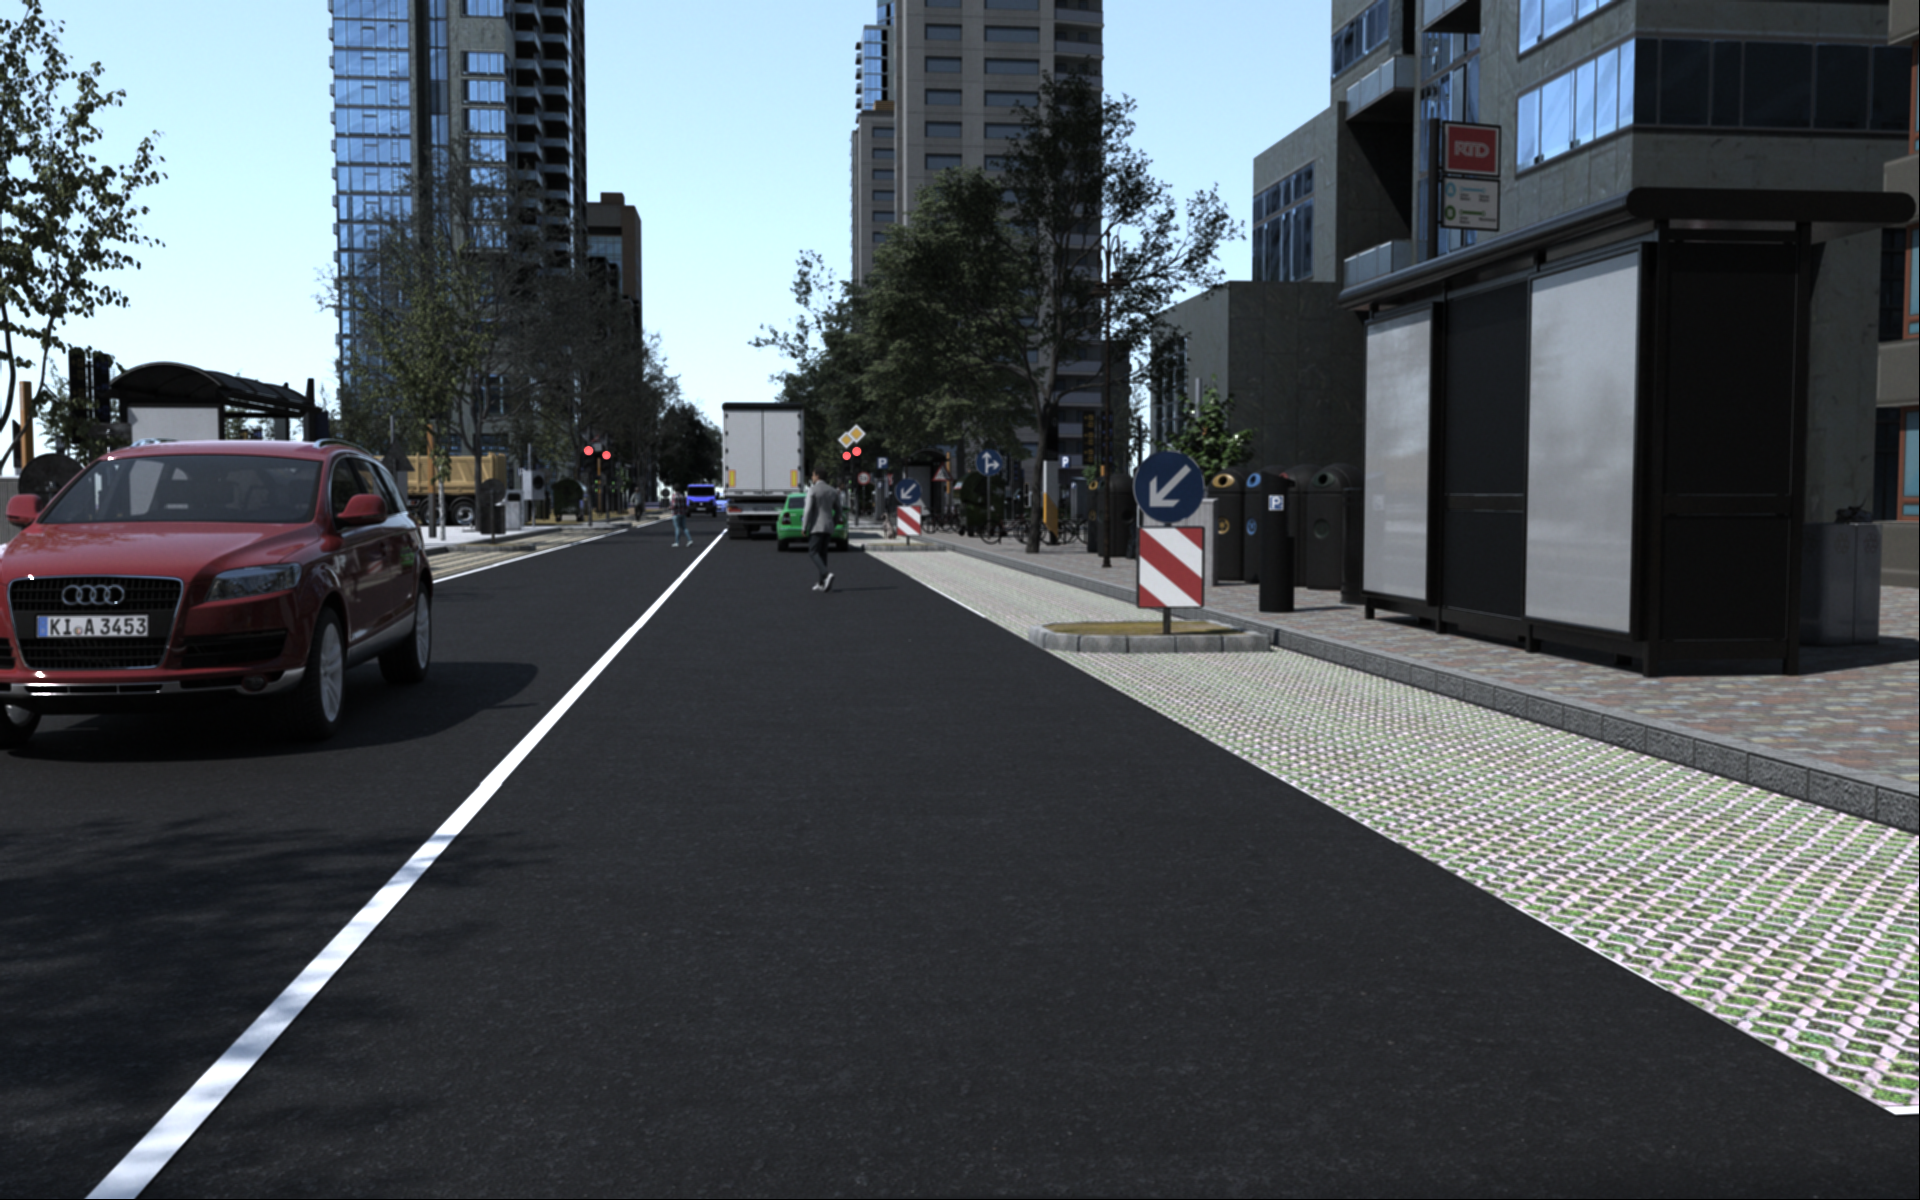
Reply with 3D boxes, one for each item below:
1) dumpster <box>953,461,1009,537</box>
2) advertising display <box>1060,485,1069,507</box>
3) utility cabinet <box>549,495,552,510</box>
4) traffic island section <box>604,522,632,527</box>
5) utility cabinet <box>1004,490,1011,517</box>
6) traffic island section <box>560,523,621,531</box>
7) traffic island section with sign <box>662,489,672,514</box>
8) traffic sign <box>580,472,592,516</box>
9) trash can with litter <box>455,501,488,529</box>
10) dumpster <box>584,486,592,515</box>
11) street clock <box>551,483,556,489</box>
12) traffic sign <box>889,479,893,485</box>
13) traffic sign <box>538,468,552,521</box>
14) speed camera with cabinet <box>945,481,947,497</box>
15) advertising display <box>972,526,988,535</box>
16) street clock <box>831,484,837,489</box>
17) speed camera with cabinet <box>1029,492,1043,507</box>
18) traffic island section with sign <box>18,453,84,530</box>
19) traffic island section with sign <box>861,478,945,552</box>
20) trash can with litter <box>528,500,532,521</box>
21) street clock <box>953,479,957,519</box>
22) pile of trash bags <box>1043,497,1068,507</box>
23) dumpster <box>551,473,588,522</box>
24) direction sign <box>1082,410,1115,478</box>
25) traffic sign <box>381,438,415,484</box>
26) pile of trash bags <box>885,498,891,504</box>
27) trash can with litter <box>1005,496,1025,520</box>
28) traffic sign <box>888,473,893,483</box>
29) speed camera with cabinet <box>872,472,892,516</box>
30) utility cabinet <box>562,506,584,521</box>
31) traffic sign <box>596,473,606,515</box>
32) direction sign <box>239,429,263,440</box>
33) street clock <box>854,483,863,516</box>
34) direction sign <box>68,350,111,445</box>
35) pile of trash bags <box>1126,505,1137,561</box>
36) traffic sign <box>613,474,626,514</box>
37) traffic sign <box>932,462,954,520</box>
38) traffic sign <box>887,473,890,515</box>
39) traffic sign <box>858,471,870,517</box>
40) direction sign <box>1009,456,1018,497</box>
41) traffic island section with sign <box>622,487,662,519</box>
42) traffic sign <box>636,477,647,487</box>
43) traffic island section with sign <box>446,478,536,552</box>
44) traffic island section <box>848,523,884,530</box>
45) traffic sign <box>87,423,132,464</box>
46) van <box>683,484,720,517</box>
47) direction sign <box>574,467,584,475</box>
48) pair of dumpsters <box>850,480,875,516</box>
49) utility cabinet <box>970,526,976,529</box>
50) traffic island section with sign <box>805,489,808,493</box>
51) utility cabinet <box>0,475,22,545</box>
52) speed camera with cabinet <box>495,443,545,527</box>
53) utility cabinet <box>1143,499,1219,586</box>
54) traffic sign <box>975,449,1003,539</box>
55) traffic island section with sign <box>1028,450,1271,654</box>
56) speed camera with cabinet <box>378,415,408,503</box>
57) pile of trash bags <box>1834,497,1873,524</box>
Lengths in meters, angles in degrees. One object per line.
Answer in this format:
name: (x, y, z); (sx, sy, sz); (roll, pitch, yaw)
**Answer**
dumpster: (0.640, -3.044, 52.265); (1.502, 2.255, 1.985); (0, 4, -6)
advertising display: (7.210, -6.983, 119.393); (0.123, 1.923, 0.974); (3, 4, 37)
utility cabinet: (-32.918, -7.736, 137.637); (1.020, 1.237, 0.306); (2, 4, 24)
traffic island section: (-15.515, -3.298, 76.205); (2.009, 0.180, 2.903); (0, 4, -7)
utility cabinet: (2.258, -5.403, 97.018); (1.173, 1.500, 0.318); (-2, 4, -26)
traffic island section: (-14.595, -2.813, 68.273); (2.009, 0.180, 2.903); (0, 4, -7)
traffic island section with sign: (-21.212, -7.131, 125.216); (1.989, 1.847, 2.006); (0, 4, -7)
traffic sign: (-21.391, -6.054, 99.097); (0.768, 2.556, 0.104); (0, 4, 0)
trash can with litter: (-17.378, -3.214, 63.600); (1.678, 1.210, 2.233); (-3, 5, -43)
dumpster: (-22.874, -6.027, 104.296); (1.264, 1.857, 1.865); (0, 4, -7)
street clock: (-26.115, -6.557, 111.784); (0.358, 2.002, 0.471); (3, 5, 42)
traffic sign: (-3.869, -6.362, 104.015); (0.884, 2.594, 0.081); (0, 4, -1)
traffic sign: (-20.097, -5.109, 83.636); (0.768, 2.556, 0.104); (0, 4, 1)
speed camera with cabinet: (-1.844, -9.032, 142.013); (2.038, 3.252, 0.660); (1, 4, 21)
advertising display: (0.664, -3.031, 54.769); (0.123, 1.923, 0.974); (2, 4, 35)
street clock: (-9.346, -7.577, 128.458); (0.471, 2.002, 0.358); (3, 5, 44)
speed camera with cabinet: (5.598, -7.578, 118.242); (2.038, 3.252, 0.660); (-1, 4, -16)
traffic island section with sign: (-8.541, -0.451, 16.000); (1.989, 1.847, 2.006); (0, 4, -7)
traffic island section with sign: (-1.474, -2.147, 43.735); (1.989, 1.847, 2.006); (0, 4, -7)
trash can with litter: (-20.436, -4.262, 81.074); (0.624, 1.170, 1.055); (-3, 4, -37)
street clock: (-0.142, -4.958, 85.636); (0.358, 2.002, 0.471); (-3, 4, -36)
pile of trash bags: (7.055, -7.090, 125.674); (1.912, 1.369, 3.447); (-1, 4, -20)
dumpster: (-18.051, -4.739, 79.969); (1.502, 2.255, 1.985); (0, 4, -6)
direction sign: (3.742, -3.371, 47.110); (0.876, 3.537, 0.379); (-1, 4, -18)
traffic sign: (-13.195, -2.478, 40.519); (0.884, 2.594, 0.081); (0, 4, -4)
pile of trash bags: (-6.352, -8.112, 142.387); (3.447, 1.369, 1.912); (0, 4, -4)
trash can with litter: (2.502, -4.237, 80.667); (0.624, 1.170, 1.055); (3, 5, 43)
traffic sign: (-3.966, -6.397, 104.702); (0.768, 2.556, 0.104); (0, 4, -1)
speed camera with cabinet: (-4.696, -6.590, 102.079); (0.660, 3.252, 2.038); (-1, 4, -15)
utility cabinet: (-18.476, -4.509, 82.405); (1.173, 1.500, 0.318); (1, 4, 17)
traffic sign: (-21.522, -6.358, 104.052); (0.768, 2.556, 0.104); (0, 4, 1)
direction sign: (-24.541, -4.161, 60.033); (0.876, 3.537, 0.379); (1, 4, 12)
street clock: (-5.845, -5.815, 99.647); (0.471, 2.002, 0.358); (0, 4, -2)
direction sign: (-13.842, -2.179, 27.624); (0.379, 3.537, 0.876); (1, 4, 13)
pile of trash bags: (4.945, -1.470, 33.784); (3.447, 1.369, 1.912); (1, 4, 8)
traffic sign: (-21.749, -6.748, 110.332); (0.884, 2.594, 0.081); (0, 4, -6)
traffic sign: (-0.697, -4.278, 69.952); (0.884, 2.594, 0.081); (0, 4, 2)
traffic sign: (-4.359, -6.480, 105.959); (0.884, 2.594, 0.081); (0, 4, -2)
traffic sign: (-5.376, -5.911, 96.746); (0.768, 2.556, 0.104); (0, 4, 2)
direction sign: (3.071, -6.823, 103.552); (0.876, 3.537, 0.379); (-2, 4, -28)
traffic island section with sign: (-18.084, -5.477, 98.183); (1.989, 1.847, 2.006); (0, 4, -7)
traffic sign: (-23.275, -7.735, 126.565); (0.768, 2.556, 0.104); (0, 4, 2)
traffic island section with sign: (-11.719, -2.129, 43.431); (1.989, 1.847, 2.006); (0, 4, -7)
traffic island section: (-4.123, -2.887, 69.479); (2.009, 0.180, 2.903); (0, 4, -7)
traffic sign: (-12.210, -1.394, 24.915); (0.606, 2.300, 0.079); (0, 4, -6)
van: (-16.131, -6.336, 107.981); (2.240, 2.365, 5.245); (-1, 4, -8)
direction sign: (-31.319, -9.196, 142.345); (0.876, 3.537, 0.379); (1, 4, 9)
pair of dumpsters: (-5.783, -6.295, 105.417); (1.574, 2.255, 4.437); (0, 4, -7)
utility cabinet: (0.608, -3.211, 63.667); (0.306, 1.237, 1.020); (1, 4, 13)
traffic island section with sign: (-11.105, -7.220, 126.668); (1.989, 1.847, 2.006); (0, 4, -7)
utility cabinet: (-11.161, -0.717, 20.406); (1.173, 1.500, 0.318); (-1, 4, -17)
speed camera with cabinet: (-17.002, -4.441, 66.944); (0.660, 3.252, 2.038); (2, 4, 34)
utility cabinet: (3.094, -0.804, 24.313); (1.020, 1.237, 0.306); (1, 4, 22)
traffic sign: (0.819, -2.987, 48.936); (0.768, 2.556, 0.104); (0, 4, 3)
traffic island section with sign: (1.699, -0.476, 16.417); (1.989, 1.847, 2.006); (0, 4, -7)
speed camera with cabinet: (-14.936, -3.004, 43.450); (2.038, 3.252, 0.660); (1, 4, 10)
pile of trash bags: (16.093, -1.225, 29.776); (1.912, 1.369, 3.447); (3, 5, 41)
